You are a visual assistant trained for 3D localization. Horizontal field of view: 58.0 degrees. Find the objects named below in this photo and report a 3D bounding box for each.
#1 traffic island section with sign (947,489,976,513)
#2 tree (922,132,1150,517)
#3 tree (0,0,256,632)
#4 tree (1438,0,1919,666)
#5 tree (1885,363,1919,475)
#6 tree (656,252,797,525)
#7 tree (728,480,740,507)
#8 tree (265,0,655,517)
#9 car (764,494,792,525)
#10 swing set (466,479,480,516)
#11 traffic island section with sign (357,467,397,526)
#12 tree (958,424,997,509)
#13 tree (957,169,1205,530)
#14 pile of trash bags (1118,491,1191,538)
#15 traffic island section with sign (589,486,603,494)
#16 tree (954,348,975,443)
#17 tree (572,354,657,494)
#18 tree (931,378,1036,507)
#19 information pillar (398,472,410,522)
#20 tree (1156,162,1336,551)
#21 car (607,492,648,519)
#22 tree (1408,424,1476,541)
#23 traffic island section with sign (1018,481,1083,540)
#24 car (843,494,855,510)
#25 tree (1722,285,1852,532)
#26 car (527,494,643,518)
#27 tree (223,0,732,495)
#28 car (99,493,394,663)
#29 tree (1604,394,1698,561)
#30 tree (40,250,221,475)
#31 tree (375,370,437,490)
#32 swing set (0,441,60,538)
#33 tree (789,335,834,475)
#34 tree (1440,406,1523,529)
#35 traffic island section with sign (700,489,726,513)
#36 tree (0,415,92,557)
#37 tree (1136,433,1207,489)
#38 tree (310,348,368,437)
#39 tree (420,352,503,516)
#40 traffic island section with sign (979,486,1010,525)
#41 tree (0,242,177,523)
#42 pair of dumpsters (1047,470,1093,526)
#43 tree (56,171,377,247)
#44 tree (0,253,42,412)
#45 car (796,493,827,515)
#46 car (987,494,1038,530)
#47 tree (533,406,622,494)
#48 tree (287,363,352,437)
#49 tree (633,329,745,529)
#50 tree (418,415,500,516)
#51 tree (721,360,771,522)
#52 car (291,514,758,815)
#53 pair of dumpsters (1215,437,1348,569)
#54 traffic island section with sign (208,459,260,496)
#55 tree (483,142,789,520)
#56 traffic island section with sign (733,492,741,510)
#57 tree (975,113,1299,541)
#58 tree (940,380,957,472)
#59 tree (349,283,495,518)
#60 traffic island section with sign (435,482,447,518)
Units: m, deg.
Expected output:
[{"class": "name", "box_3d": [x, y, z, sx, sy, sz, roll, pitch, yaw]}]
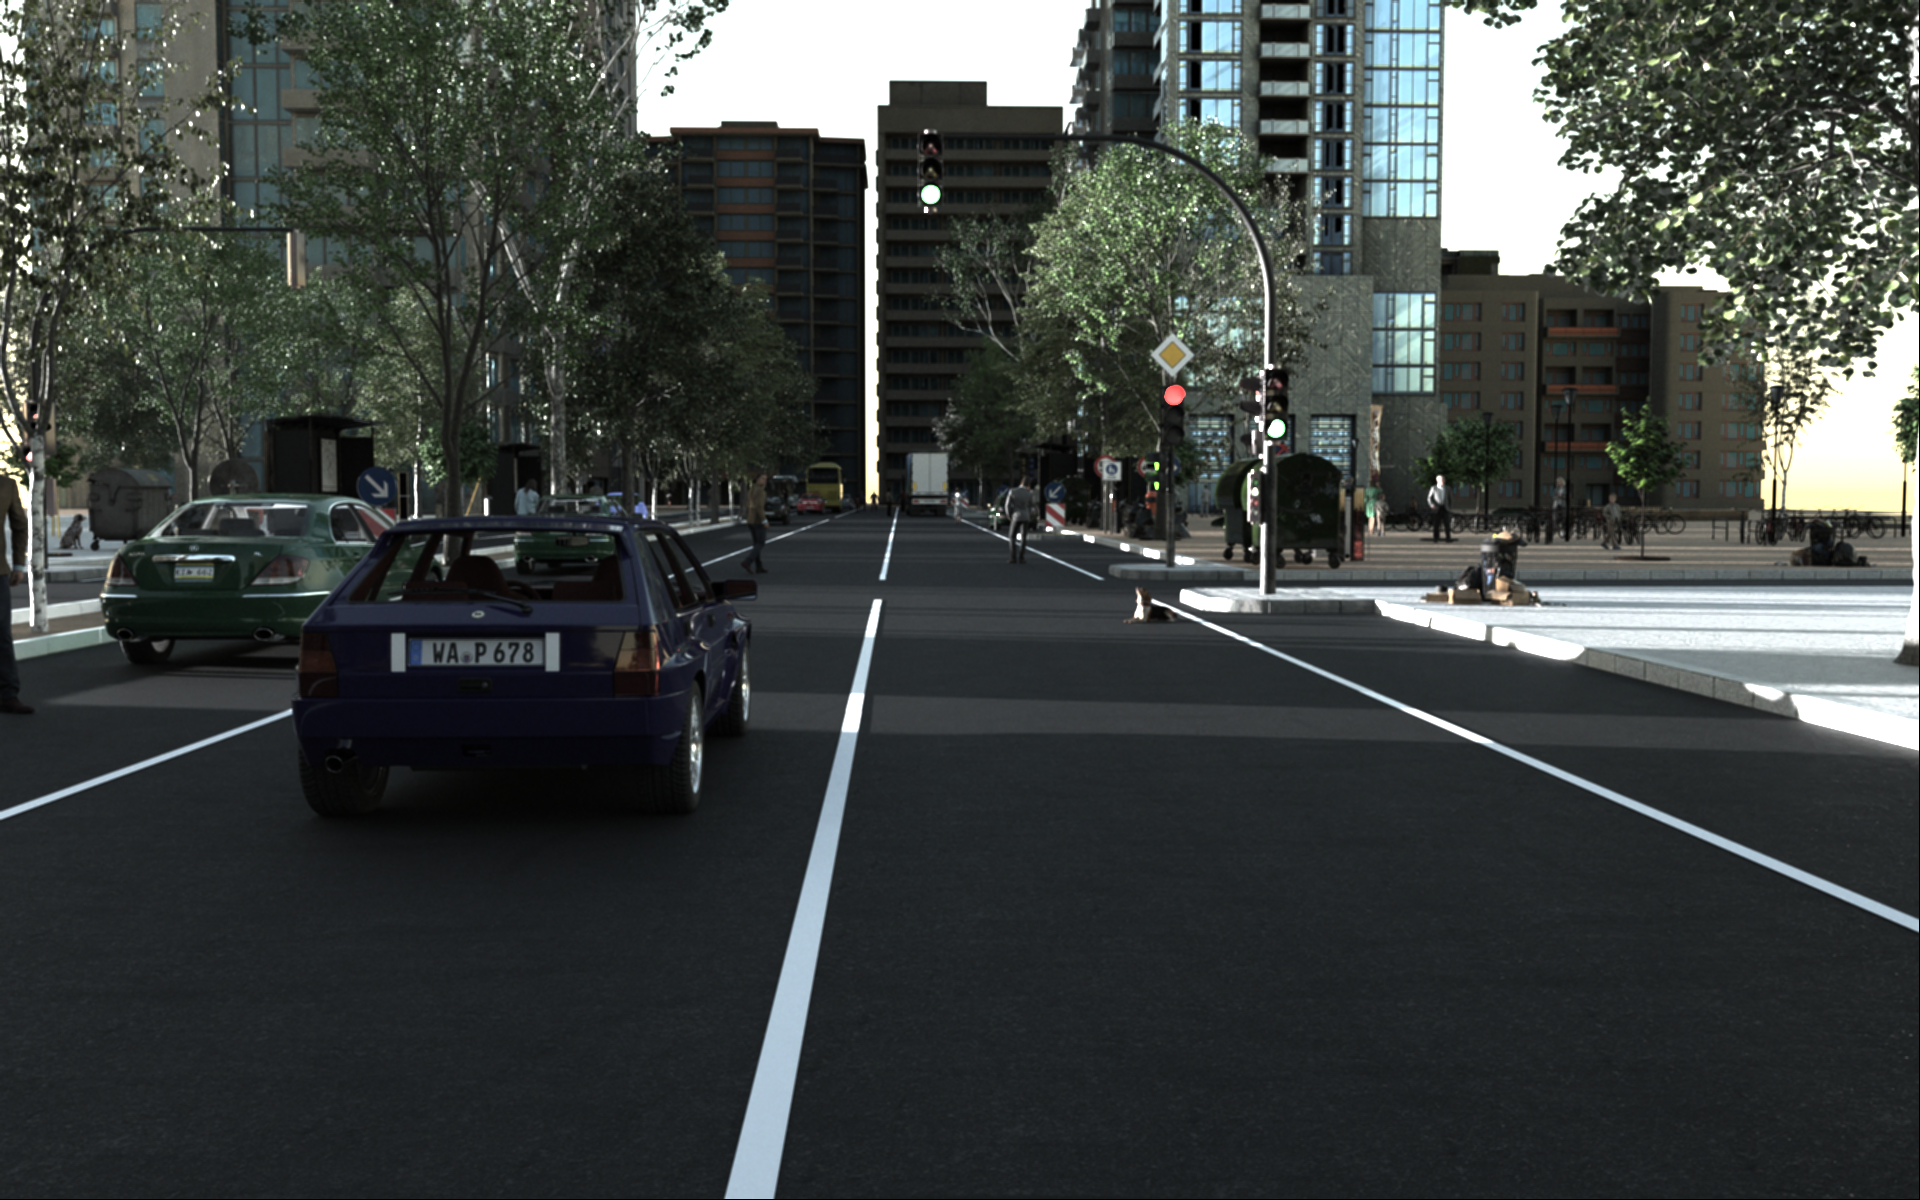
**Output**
[{"class": "traffic island section with sign", "box_3d": [0.219, -7.545, 131.985, 1.989, 1.847, 2.006, 0, 4, -2]}, {"class": "tree", "box_3d": [4.221, -14.509, 93.109, 12.611, 20.169, 13.585, 0, 3, 0]}, {"class": "tree", "box_3d": [-9.547, -3.980, 17.892, 4.360, 8.622, 3.978, 0, 3, 0]}, {"class": "tree", "box_3d": [7.483, -6.472, 12.465, 9.857, 13.997, 8.962, 0, 3, 0]}, {"class": "tree", "box_3d": [20.891, -3.183, 35.763, 4.285, 4.588, 4.351, 0, 3, 0]}, {"class": "tree", "box_3d": [-11.467, -9.761, 80.178, 7.486, 12.596, 7.792, 0, 3, 0]}, {"class": "tree", "box_3d": [-22.839, -10.978, 174.084, 1.663, 3.219, 1.824, 0, 3, 0]}, {"class": "tree", "box_3d": [-9.734, -6.417, 33.135, 9.928, 11.665, 9.643, 0, 3, 0]}, {"class": "car", "box_3d": [-8.863, -4.354, 80.973, 2.009, 1.686, 4.222, 0, 4, -4]}, {"class": "swing set", "box_3d": [-27.019, -6.363, 101.655, 3.119, 2.851, 2.862, 2, 4, 35]}, {"class": "traffic island section with sign", "box_3d": [-9.722, -1.306, 29.485, 2.006, 1.907, 1.989, 0, 4, -2]}, {"class": "tree", "box_3d": [1.838, -12.257, 150.767, 4.737, 8.622, 4.395, 0, 3, 0]}, {"class": "tree", "box_3d": [4.920, -8.757, 61.306, 7.486, 12.596, 7.792, 0, 3, 0]}, {"class": "pile of trash bags", "box_3d": [5.815, -2.565, 51.688, 1.912, 1.369, 3.447, 0, 4, 1]}, {"class": "traffic island section with sign", "box_3d": [-17.176, -4.464, 81.613, 1.989, 1.847, 2.006, 0, 4, -2]}, {"class": "tree", "box_3d": [3.178, -11.300, 110.506, 9.928, 11.665, 9.643, 0, 3, 0]}, {"class": "tree", "box_3d": [-20.694, -10.319, 103.133, 7.601, 10.594, 8.767, 0, 4, -6]}, {"class": "tree", "box_3d": [2.043, -15.900, 170.327, 12.009, 13.543, 11.850, 0, 3, 0]}, {"class": "information pillar", "box_3d": [-18.430, -3.240, 57.466, 0.304, 2.012, 0.304, 0, 4, -5]}, {"class": "tree", "box_3d": [6.586, -5.428, 39.107, 4.360, 8.622, 3.978, 0, 3, 0]}, {"class": "car", "box_3d": [-13.597, -3.671, 69.605, 1.945, 1.707, 3.694, 0, 4, -2]}, {"class": "tree", "box_3d": [13.220, -3.258, 47.866, 1.663, 3.219, 1.824, 0, 3, 0]}, {"class": "traffic island section with sign", "box_3d": [2.853, -2.843, 55.106, 1.989, 1.847, 2.006, 0, 4, -2]}, {"class": "car", "box_3d": [-10.465, -8.807, 155.998, 2.014, 1.417, 4.499, 0, 4, 0]}, {"class": "tree", "box_3d": [27.592, -6.576, 57.886, 4.360, 8.622, 3.978, 0, 3, 0]}, {"class": "car", "box_3d": [-7.096, -1.265, 32.486, 2.131, 1.459, 4.920, 0, 4, -3]}, {"class": "tree", "box_3d": [-11.485, -11.384, 44.477, 12.611, 20.169, 13.585, 0, 3, 0]}, {"class": "car", "box_3d": [-6.192, -0.265, 16.130, 2.131, 1.459, 4.920, 0, 4, -2]}, {"class": "tree", "box_3d": [13.454, -2.391, 33.691, 1.663, 3.219, 1.824, 0, 3, 0]}, {"class": "tree", "box_3d": [-42.717, -11.138, 88.767, 9.857, 13.997, 8.962, 0, 3, 0]}, {"class": "tree", "box_3d": [-32.068, -9.266, 101.860, 4.737, 8.622, 4.395, 0, 3, 0]}, {"class": "swing set", "box_3d": [-28.615, -3.292, 51.445, 3.119, 2.851, 2.862, -2, 4, -31]}, {"class": "tree", "box_3d": [-11.716, -10.653, 93.634, 9.611, 12.733, 9.660, 0, 3, 0]}, {"class": "tree", "box_3d": [19.416, -4.971, 64.990, 4.285, 4.588, 4.351, 0, 3, 0]}, {"class": "traffic island section with sign", "box_3d": [-18.912, -7.544, 131.969, 1.989, 1.847, 2.006, 0, 4, -2]}, {"class": "tree", "box_3d": [-18.817, -2.505, 35.558, 1.663, 3.219, 1.824, 0, 3, 0]}, {"class": "tree", "box_3d": [9.893, -5.961, 81.180, 4.285, 4.588, 4.351, 0, 3, 0]}, {"class": "tree", "box_3d": [-31.327, -8.236, 85.029, 4.360, 8.622, 3.978, 0, 3, 0]}, {"class": "tree", "box_3d": [-24.579, -8.255, 85.327, 4.360, 8.622, 3.978, 0, 3, 0]}, {"class": "traffic island section with sign", "box_3d": [1.930, -4.490, 82.046, 1.989, 1.847, 2.006, 0, 4, -2]}, {"class": "tree", "box_3d": [-41.358, -9.236, 76.761, 9.928, 11.665, 9.643, 0, 3, 0]}, {"class": "pair of dumpsters", "box_3d": [4.519, -4.211, 71.344, 1.574, 2.255, 4.437, 0, 4, -2]}, {"class": "tree", "box_3d": [-26.594, -8.184, 59.564, 9.928, 11.665, 9.643, 0, 3, 0]}, {"class": "tree", "box_3d": [-39.179, -9.373, 63.620, 12.009, 13.543, 11.850, 0, 3, 0]}, {"class": "car", "box_3d": [-10.240, -6.750, 119.396, 2.155, 1.783, 4.494, 0, 4, -2]}, {"class": "car", "box_3d": [2.121, -3.672, 69.829, 2.009, 1.686, 4.222, 0, 4, -4]}, {"class": "tree", "box_3d": [-20.817, -8.740, 93.254, 4.360, 8.622, 3.978, 0, 3, 0]}, {"class": "tree", "box_3d": [-36.537, -9.048, 98.297, 4.737, 8.622, 4.395, 0, 3, 0]}, {"class": "tree", "box_3d": [-10.868, -7.158, 69.850, 4.360, 8.622, 3.978, 0, 3, 0]}, {"class": "tree", "box_3d": [-19.471, -5.125, 67.507, 4.285, 4.588, 4.351, 0, 3, 0]}, {"class": "tree", "box_3d": [-11.421, -8.176, 86.503, 4.737, 8.622, 4.395, 0, 3, 0]}, {"class": "car", "box_3d": [-2.079, 0.213, 9.091, 1.945, 1.354, 3.894, 0, 4, -2]}, {"class": "pair of dumpsters", "box_3d": [5.840, -1.789, 31.744, 1.574, 2.255, 4.437, 0, 4, -2]}, {"class": "traffic island section with sign", "box_3d": [-9.478, -0.853, 22.082, 2.006, 1.907, 1.989, 0, 4, -2]}, {"class": "tree", "box_3d": [-10.832, -8.364, 56.223, 9.611, 12.733, 9.660, 0, 3, 0]}, {"class": "traffic island section with sign", "box_3d": [-19.836, -9.191, 158.908, 1.989, 1.847, 2.006, 0, 4, -2]}, {"class": "tree", "box_3d": [5.675, -7.453, 47.620, 9.928, 11.665, 9.643, 0, 3, 0]}, {"class": "tree", "box_3d": [2.080, -13.681, 141.817, 7.486, 12.596, 7.792, 0, 3, 0]}, {"class": "tree", "box_3d": [-28.950, -10.736, 93.667, 7.486, 12.596, 7.792, 0, 3, 0]}, {"class": "traffic island section with sign", "box_3d": [-16.246, -2.798, 54.368, 1.989, 1.847, 2.006, 0, 4, -2]}]
